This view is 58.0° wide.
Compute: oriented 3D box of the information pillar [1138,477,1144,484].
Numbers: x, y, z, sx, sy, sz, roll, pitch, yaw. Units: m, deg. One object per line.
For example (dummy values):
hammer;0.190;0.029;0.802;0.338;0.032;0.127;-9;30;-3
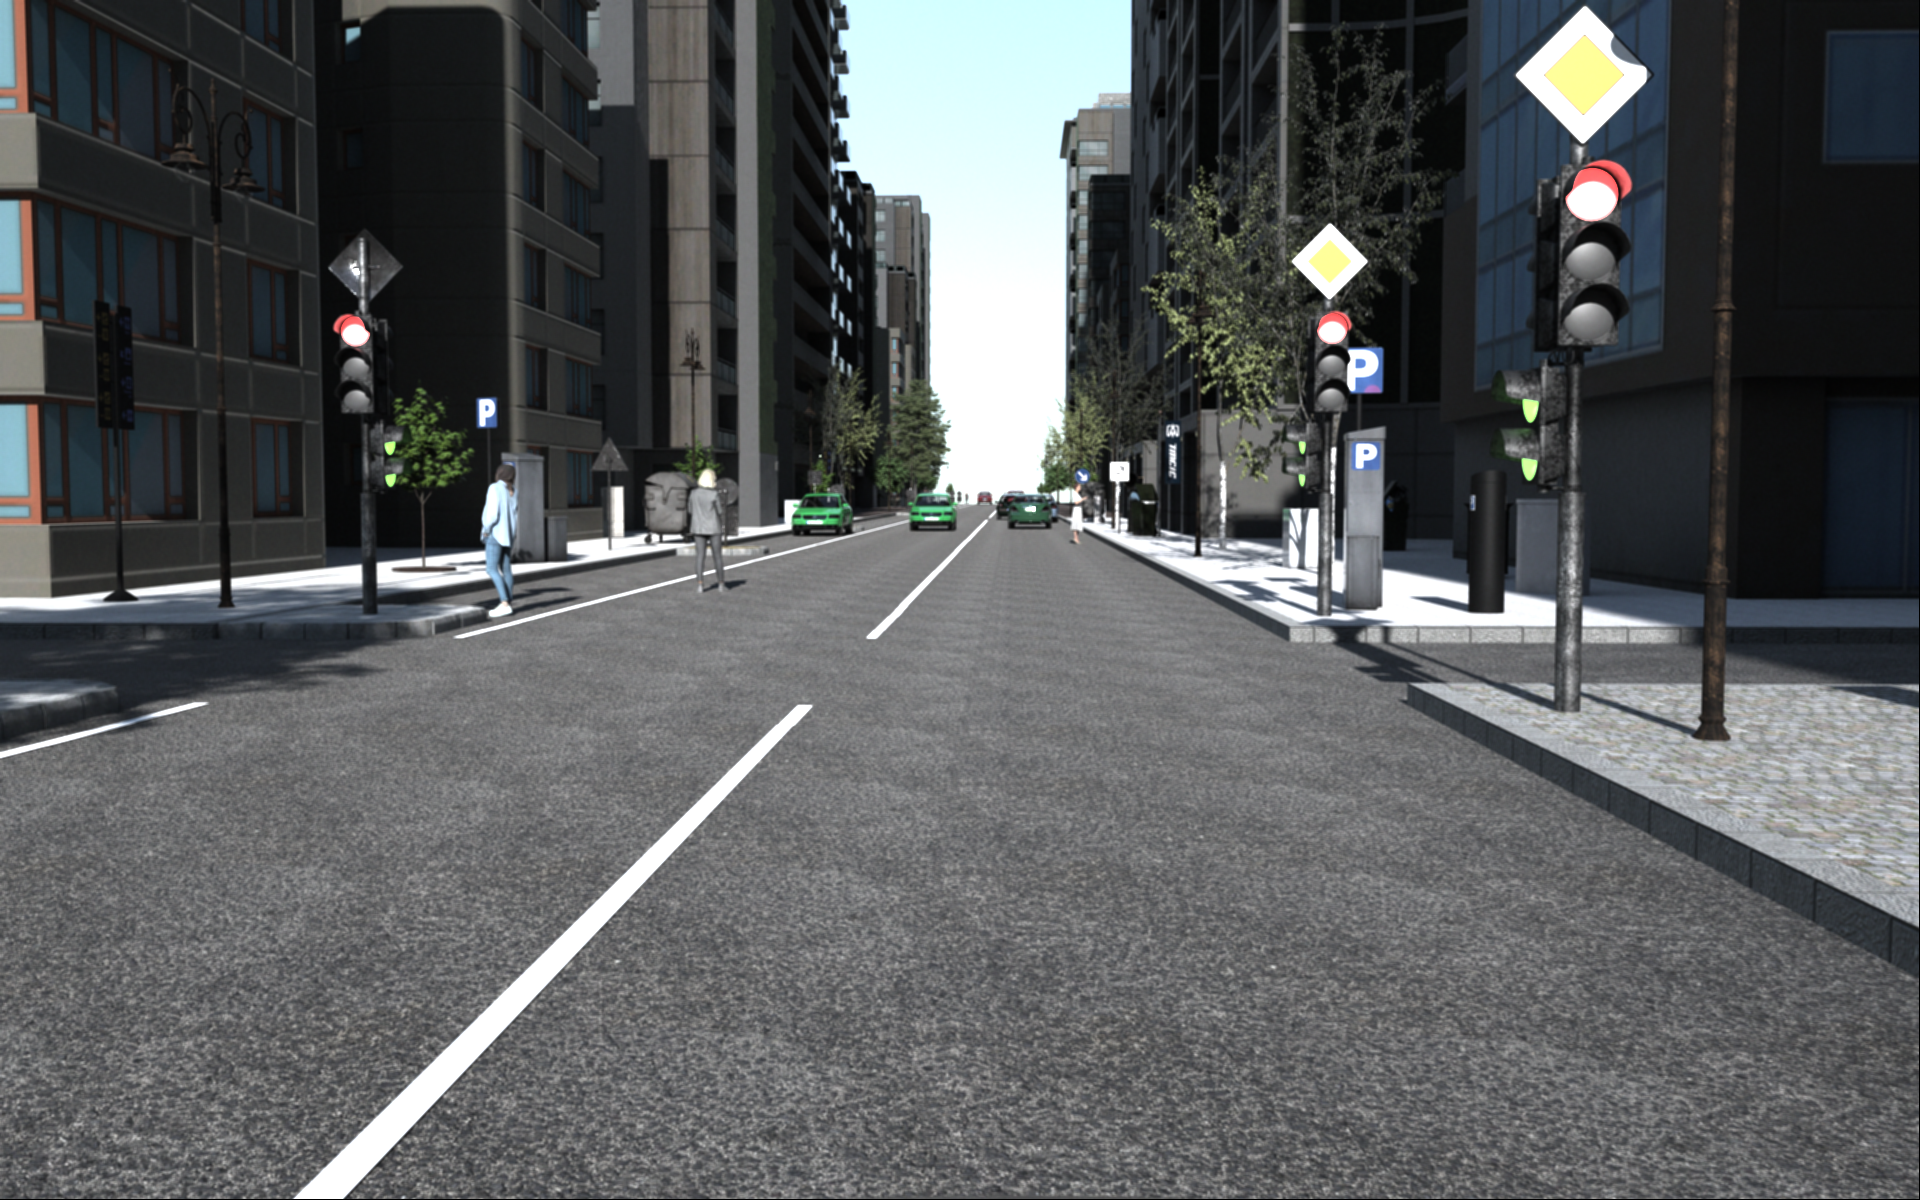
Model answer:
information pillar;7.806;-4.316;75.056;0.304;2.012;0.304;0;4;4

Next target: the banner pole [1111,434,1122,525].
banner pole;6.559;-4.999;71.750;0.401;3.779;0.863;2;4;30

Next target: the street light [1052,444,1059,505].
street light;7.921;-10.249;140.365;0.468;5.910;1.993;0;4;2

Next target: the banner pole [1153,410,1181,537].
banner pole;6.205;-3.780;51.818;0.863;3.779;0.401;0;4;-2

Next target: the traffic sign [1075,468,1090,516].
traffic sign;6.082;-5.256;86.041;0.768;2.556;0.104;0;4;3

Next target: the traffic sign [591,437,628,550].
traffic sign;-7.998;-2.416;39.512;0.884;2.594;0.081;0;4;6

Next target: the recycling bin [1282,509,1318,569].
recycling bin;6.007;-1.068;30.013;0.722;1.027;0.722;0;4;0

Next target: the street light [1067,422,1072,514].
street light;7.166;-8.496;111.692;0.468;5.910;1.993;0;4;2

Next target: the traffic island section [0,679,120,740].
traffic island section;-6.573;0.717;10.561;2.009;0.180;2.903;0;4;2

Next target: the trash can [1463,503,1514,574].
trash can;8.095;-0.912;26.560;0.748;1.137;0.748;0;3;0

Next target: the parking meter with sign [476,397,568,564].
parking meter with sign;-8.062;-2.190;32.074;0.543;3.016;1.738;2;4;34

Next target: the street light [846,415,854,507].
street light;-6.040;-7.489;95.235;0.468;5.910;1.993;0;4;2

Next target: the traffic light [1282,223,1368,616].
traffic light;3.816;-1.786;18.116;0.839;4.253;0.868;0;4;2

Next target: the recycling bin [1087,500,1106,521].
recycling bin;6.509;-4.286;82.636;0.722;1.027;0.722;-1;4;-15

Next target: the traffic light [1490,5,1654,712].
traffic light;3.574;-1.297;10.135;0.839;4.253;0.868;0;4;2

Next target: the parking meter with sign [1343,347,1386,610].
parking meter with sign;4.614;-1.445;19.884;0.543;3.016;1.738;1;4;10

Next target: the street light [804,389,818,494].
street light;-6.588;-6.344;76.509;0.468;5.910;1.993;0;4;2

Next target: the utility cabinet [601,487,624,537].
utility cabinet;-10.243;-2.587;50.972;0.318;1.500;1.173;-2;4;-30

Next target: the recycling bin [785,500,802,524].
recycling bin;-6.993;-3.747;73.824;0.722;1.027;0.722;2;4;32

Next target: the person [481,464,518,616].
person;-5.431;-0.720;20.539;0.793;1.790;0.793;-1;4;-16

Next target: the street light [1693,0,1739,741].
street light;3.944;-2.209;8.906;0.468;5.910;1.993;0;4;2

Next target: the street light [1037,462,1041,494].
street light;10.521;-15.349;223.739;0.468;5.910;1.993;0;4;2

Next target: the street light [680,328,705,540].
street light;-7.440;-4.621;48.336;0.468;5.910;1.993;0;4;2

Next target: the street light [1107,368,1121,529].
street light;5.664;-5.568;63.818;0.468;5.910;1.993;0;4;2

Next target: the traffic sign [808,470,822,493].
traffic sign;-6.287;-4.462;75.088;0.606;2.300;0.079;0;4;4

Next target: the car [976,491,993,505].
car;3.362;-13.835;234.879;2.281;1.827;5.304;0;4;1

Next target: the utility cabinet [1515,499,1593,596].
utility cabinet;7.598;-0.674;22.182;0.306;1.237;1.020;-2;4;-26

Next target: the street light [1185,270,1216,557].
street light;4.874;-3.823;35.293;0.468;5.910;1.993;0;4;2

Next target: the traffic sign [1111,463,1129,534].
traffic sign;5.141;-3.284;55.827;0.606;2.300;0.079;0;4;8

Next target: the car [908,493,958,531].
car;-1.064;-3.675;68.882;1.959;1.807;4.718;0;4;1

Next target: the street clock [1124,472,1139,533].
street clock;5.673;-3.233;57.435;0.471;2.002;0.358;1;4;23

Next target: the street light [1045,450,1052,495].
street light;8.868;-12.021;169.331;0.468;5.910;1.993;0;4;2

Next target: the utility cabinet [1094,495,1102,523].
utility cabinet;6.116;-4.014;76.792;0.306;1.237;1.020;1;4;10

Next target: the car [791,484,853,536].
car;-4.807;-3.178;60.748;1.959;1.807;4.718;0;4;3

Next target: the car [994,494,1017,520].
car;2.947;-5.391;97.931;2.009;1.686;4.222;0;4;2

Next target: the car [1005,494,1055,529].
car;2.944;-3.726;72.713;2.131;1.459;4.920;0;4;3

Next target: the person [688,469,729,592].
person;-3.722;-1.027;25.467;0.537;1.800;0.526;1;4;22

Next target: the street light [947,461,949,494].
street light;-1.660;-16.065;235.442;0.468;5.910;1.993;0;4;2

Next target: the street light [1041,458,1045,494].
street light;9.652;-13.622;195.508;0.468;5.910;1.993;0;4;2

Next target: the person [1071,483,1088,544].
person;3.467;-2.503;49.987;0.524;1.755;0.480;1;4;17

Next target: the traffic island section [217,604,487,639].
traffic island section;-6.331;0.229;18.542;2.009;0.180;2.903;0;4;2

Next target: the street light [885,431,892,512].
street light;-5.073;-9.273;124.395;0.468;5.910;1.993;0;4;2

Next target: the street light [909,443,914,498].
street light;-4.216;-10.996;152.567;0.468;5.910;1.993;0;4;2

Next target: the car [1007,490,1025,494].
car;5.208;-9.381;162.047;2.281;1.827;5.304;0;4;1

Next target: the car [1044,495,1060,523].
car;4.115;-4.673;88.405;2.014;1.417;4.499;0;4;1

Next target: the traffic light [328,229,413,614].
traffic light;-6.291;-1.803;18.406;0.839;4.253;0.868;0;4;2

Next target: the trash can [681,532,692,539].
trash can;-7.768;-2.350;50.078;0.748;1.137;0.748;0;3;0

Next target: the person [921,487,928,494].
person;-1.685;-4.528;82.874;0.623;1.781;0.721;-2;4;-27

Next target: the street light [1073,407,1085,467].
street light;6.465;-7.319;92.452;0.468;5.910;1.993;0;4;2

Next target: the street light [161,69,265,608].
street light;-8.308;-2.853;19.435;0.468;5.910;1.993;0;4;2
